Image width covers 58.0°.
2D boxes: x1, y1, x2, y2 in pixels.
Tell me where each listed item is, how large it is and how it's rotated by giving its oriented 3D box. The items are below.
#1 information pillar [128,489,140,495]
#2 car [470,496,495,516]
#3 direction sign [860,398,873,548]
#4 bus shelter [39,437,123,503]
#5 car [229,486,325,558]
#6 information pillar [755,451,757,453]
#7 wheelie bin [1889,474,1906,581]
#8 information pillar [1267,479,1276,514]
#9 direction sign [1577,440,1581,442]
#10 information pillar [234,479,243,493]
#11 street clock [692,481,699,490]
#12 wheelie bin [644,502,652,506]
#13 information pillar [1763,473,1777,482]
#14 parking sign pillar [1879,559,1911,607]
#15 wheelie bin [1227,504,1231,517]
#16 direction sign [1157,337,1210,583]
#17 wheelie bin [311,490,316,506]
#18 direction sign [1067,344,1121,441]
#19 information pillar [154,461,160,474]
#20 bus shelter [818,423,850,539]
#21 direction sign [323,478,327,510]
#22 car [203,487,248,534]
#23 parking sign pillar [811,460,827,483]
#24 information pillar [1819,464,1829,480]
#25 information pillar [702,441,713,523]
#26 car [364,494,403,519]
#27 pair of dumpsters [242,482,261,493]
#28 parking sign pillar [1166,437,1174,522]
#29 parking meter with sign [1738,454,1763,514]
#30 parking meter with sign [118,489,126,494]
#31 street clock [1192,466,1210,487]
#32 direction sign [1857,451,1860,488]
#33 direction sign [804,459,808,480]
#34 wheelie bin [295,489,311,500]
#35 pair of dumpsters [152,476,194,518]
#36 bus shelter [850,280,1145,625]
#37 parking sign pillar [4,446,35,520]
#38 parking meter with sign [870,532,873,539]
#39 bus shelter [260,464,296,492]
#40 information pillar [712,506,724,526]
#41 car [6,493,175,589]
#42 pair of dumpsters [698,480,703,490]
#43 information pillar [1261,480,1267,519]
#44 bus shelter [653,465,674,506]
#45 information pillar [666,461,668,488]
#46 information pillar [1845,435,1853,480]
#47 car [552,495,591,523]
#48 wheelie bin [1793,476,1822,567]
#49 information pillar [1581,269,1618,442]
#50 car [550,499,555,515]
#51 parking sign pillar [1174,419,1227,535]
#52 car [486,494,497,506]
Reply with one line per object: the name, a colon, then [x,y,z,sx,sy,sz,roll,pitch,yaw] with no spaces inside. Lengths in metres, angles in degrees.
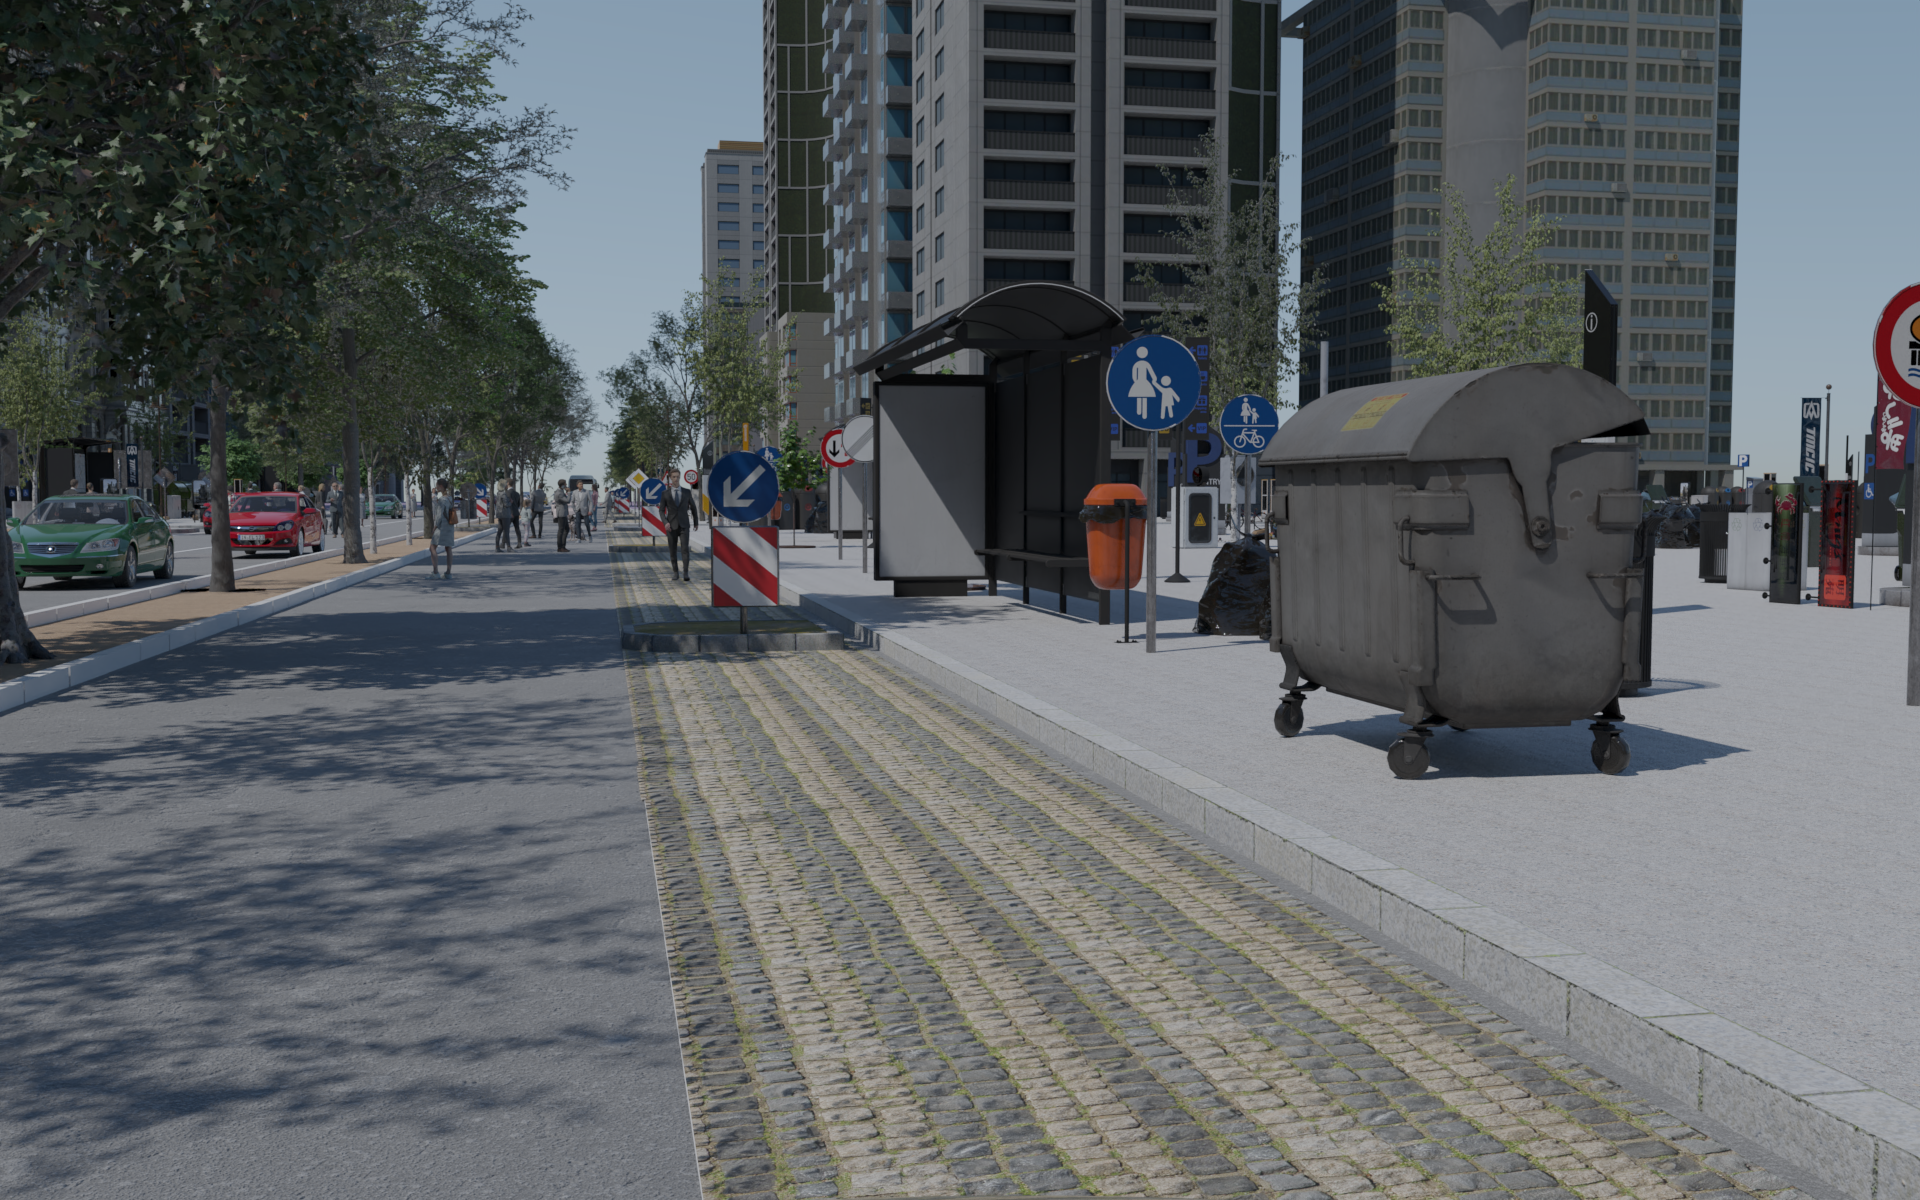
information pillar: [-54.686,-7.526,114.398,0.183,3.616,0.504,3,5,43]
car: [-31.289,-6.143,113.010,1.945,1.354,3.894,-1,4,-12]
direction sign: [-2.039,-2.997,41.002,0.379,3.537,0.876,3,5,42]
bus shelter: [-37.373,-5.045,73.773,1.731,3.624,6.357,-1,4,-12]
car: [-15.935,-1.898,40.076,2.155,1.783,4.494,-1,4,-11]
information pillar: [-10.991,-6.179,92.383,0.183,3.616,0.504,3,4,38]
wheelie bin: [14.155,-1.072,25.428,0.693,1.594,0.980,-3,5,-41]
information pillar: [15.673,-5.021,86.578,0.304,2.012,0.304,0,4,1]
direction sign: [18.872,-3.689,52.308,0.876,3.537,0.379,-3,4,-36]
information pillar: [-35.461,-4.933,85.142,0.304,2.012,0.304,0,4,-5]
street clock: [-13.921,-5.301,91.242,0.471,2.002,0.358,2,4,25]
wheelie bin: [-24.248,-7.768,134.916,0.693,1.594,0.980,-2,4,-35]
information pillar: [27.929,-3.381,59.771,0.304,2.012,0.304,-2,4,-27]
parking sign pillar: [11.387,-1.916,19.803,1.447,3.967,1.447,0,4,0]
wheelie bin: [12.998,-4.582,82.821,0.980,1.594,0.693,1,4,14]
direction sign: [3.158,-2.022,25.062,0.876,3.537,0.379,0,4,3]
wheelie bin: [-53.612,-8.288,143.411,0.693,1.594,0.980,3,4,36]
direction sign: [1.900,-2.039,25.336,0.876,3.537,0.379,0,4,2]
information pillar: [-56.346,-7.972,121.691,0.504,3.616,0.183,-2,4,-24]
bus shelter: [-2.479,-3.233,46.781,2.014,3.302,5.546,-1,4,-12]
direction sign: [-52.566,-9.244,143.136,0.379,3.537,0.876,-1,4,-22]
car: [-26.302,-3.307,63.102,2.155,1.783,4.494,-1,4,-12]
parking sign pillar: [-9.112,-7.678,114.004,1.447,3.967,1.447,-1,4,-10]
information pillar: [21.309,-2.353,42.965,0.304,2.012,0.304,0,4,5]
information pillar: [-10.980,-5.151,75.573,0.504,3.616,0.183,-2,4,-25]
car: [-33.522,-5.432,100.607,2.131,1.459,4.920,-1,4,-11]
pair of dumpsters: [-41.081,-5.891,98.809,1.574,2.255,4.437,-1,4,-12]
parking sign pillar: [10.338,-5.647,80.804,1.447,3.967,1.447,3,4,37]
parking meter with sign: [35.164,-4.911,76.557,1.738,3.016,0.543,-2,4,-28]
parking meter with sign: [-55.093,-7.105,112.422,1.738,3.016,0.543,-3,5,-40]
street clock: [6.300,-2.495,45.358,0.358,2.002,0.471,-2,4,-28]
direction sign: [47.763,-6.124,92.131,0.379,3.537,0.876,2,4,25]
direction sign: [-9.866,-7.118,108.370,0.876,3.537,0.379,-3,5,-41]
wheelie bin: [-46.117,-6.913,120.933,0.693,1.594,0.980,3,5,40]
pair of dumpsters: [-41.967,-5.507,92.536,1.574,2.255,4.437,-1,4,-12]
bus shelter: [0.216,-1.542,19.128,2.014,3.302,5.546,-1,4,-12]
parking sign pillar: [-50.609,-6.421,93.461,1.447,3.967,1.447,-1,4,-14]
parking meter with sign: [-1.916,-3.312,50.407,1.738,3.016,0.543,-3,5,-39]
bus shelter: [-47.962,-8.018,122.379,1.731,3.624,6.357,-1,4,-12]
information pillar: [-8.758,-3.556,62.628,0.304,2.012,0.304,3,4,36]
car: [-13.920,-0.977,27.767,2.131,1.459,4.920,-1,4,-14]
pair of dumpsters: [-18.071,-7.506,125.223,1.574,2.255,4.437,-1,4,-12]
information pillar: [15.539,-5.128,88.333,0.304,2.012,0.304,1,4,12]
bus shelter: [-24.282,-9.197,141.652,1.731,3.624,6.357,-1,4,-12]
information pillar: [-18.899,-7.371,111.878,0.183,3.616,0.504,0,4,4]
information pillar: [35.342,-4.754,69.077,0.183,3.616,0.504,2,4,26]
car: [-19.509,-4.578,87.208,2.083,1.381,4.827,-1,4,-11]
wheelie bin: [14.868,-1.381,30.494,0.980,1.594,0.693,-2,4,-23]
information pillar: [6.601,-1.626,17.945,0.183,3.616,0.504,-1,4,-13]
car: [-26.992,-6.494,118.537,2.083,1.381,4.827,-1,4,-12]
parking sign pillar: [7.659,-4.030,54.362,1.447,3.967,1.447,0,4,-4]
car: [-56.507,-12.182,208.214,2.155,1.783,4.494,-1,4,-11]
